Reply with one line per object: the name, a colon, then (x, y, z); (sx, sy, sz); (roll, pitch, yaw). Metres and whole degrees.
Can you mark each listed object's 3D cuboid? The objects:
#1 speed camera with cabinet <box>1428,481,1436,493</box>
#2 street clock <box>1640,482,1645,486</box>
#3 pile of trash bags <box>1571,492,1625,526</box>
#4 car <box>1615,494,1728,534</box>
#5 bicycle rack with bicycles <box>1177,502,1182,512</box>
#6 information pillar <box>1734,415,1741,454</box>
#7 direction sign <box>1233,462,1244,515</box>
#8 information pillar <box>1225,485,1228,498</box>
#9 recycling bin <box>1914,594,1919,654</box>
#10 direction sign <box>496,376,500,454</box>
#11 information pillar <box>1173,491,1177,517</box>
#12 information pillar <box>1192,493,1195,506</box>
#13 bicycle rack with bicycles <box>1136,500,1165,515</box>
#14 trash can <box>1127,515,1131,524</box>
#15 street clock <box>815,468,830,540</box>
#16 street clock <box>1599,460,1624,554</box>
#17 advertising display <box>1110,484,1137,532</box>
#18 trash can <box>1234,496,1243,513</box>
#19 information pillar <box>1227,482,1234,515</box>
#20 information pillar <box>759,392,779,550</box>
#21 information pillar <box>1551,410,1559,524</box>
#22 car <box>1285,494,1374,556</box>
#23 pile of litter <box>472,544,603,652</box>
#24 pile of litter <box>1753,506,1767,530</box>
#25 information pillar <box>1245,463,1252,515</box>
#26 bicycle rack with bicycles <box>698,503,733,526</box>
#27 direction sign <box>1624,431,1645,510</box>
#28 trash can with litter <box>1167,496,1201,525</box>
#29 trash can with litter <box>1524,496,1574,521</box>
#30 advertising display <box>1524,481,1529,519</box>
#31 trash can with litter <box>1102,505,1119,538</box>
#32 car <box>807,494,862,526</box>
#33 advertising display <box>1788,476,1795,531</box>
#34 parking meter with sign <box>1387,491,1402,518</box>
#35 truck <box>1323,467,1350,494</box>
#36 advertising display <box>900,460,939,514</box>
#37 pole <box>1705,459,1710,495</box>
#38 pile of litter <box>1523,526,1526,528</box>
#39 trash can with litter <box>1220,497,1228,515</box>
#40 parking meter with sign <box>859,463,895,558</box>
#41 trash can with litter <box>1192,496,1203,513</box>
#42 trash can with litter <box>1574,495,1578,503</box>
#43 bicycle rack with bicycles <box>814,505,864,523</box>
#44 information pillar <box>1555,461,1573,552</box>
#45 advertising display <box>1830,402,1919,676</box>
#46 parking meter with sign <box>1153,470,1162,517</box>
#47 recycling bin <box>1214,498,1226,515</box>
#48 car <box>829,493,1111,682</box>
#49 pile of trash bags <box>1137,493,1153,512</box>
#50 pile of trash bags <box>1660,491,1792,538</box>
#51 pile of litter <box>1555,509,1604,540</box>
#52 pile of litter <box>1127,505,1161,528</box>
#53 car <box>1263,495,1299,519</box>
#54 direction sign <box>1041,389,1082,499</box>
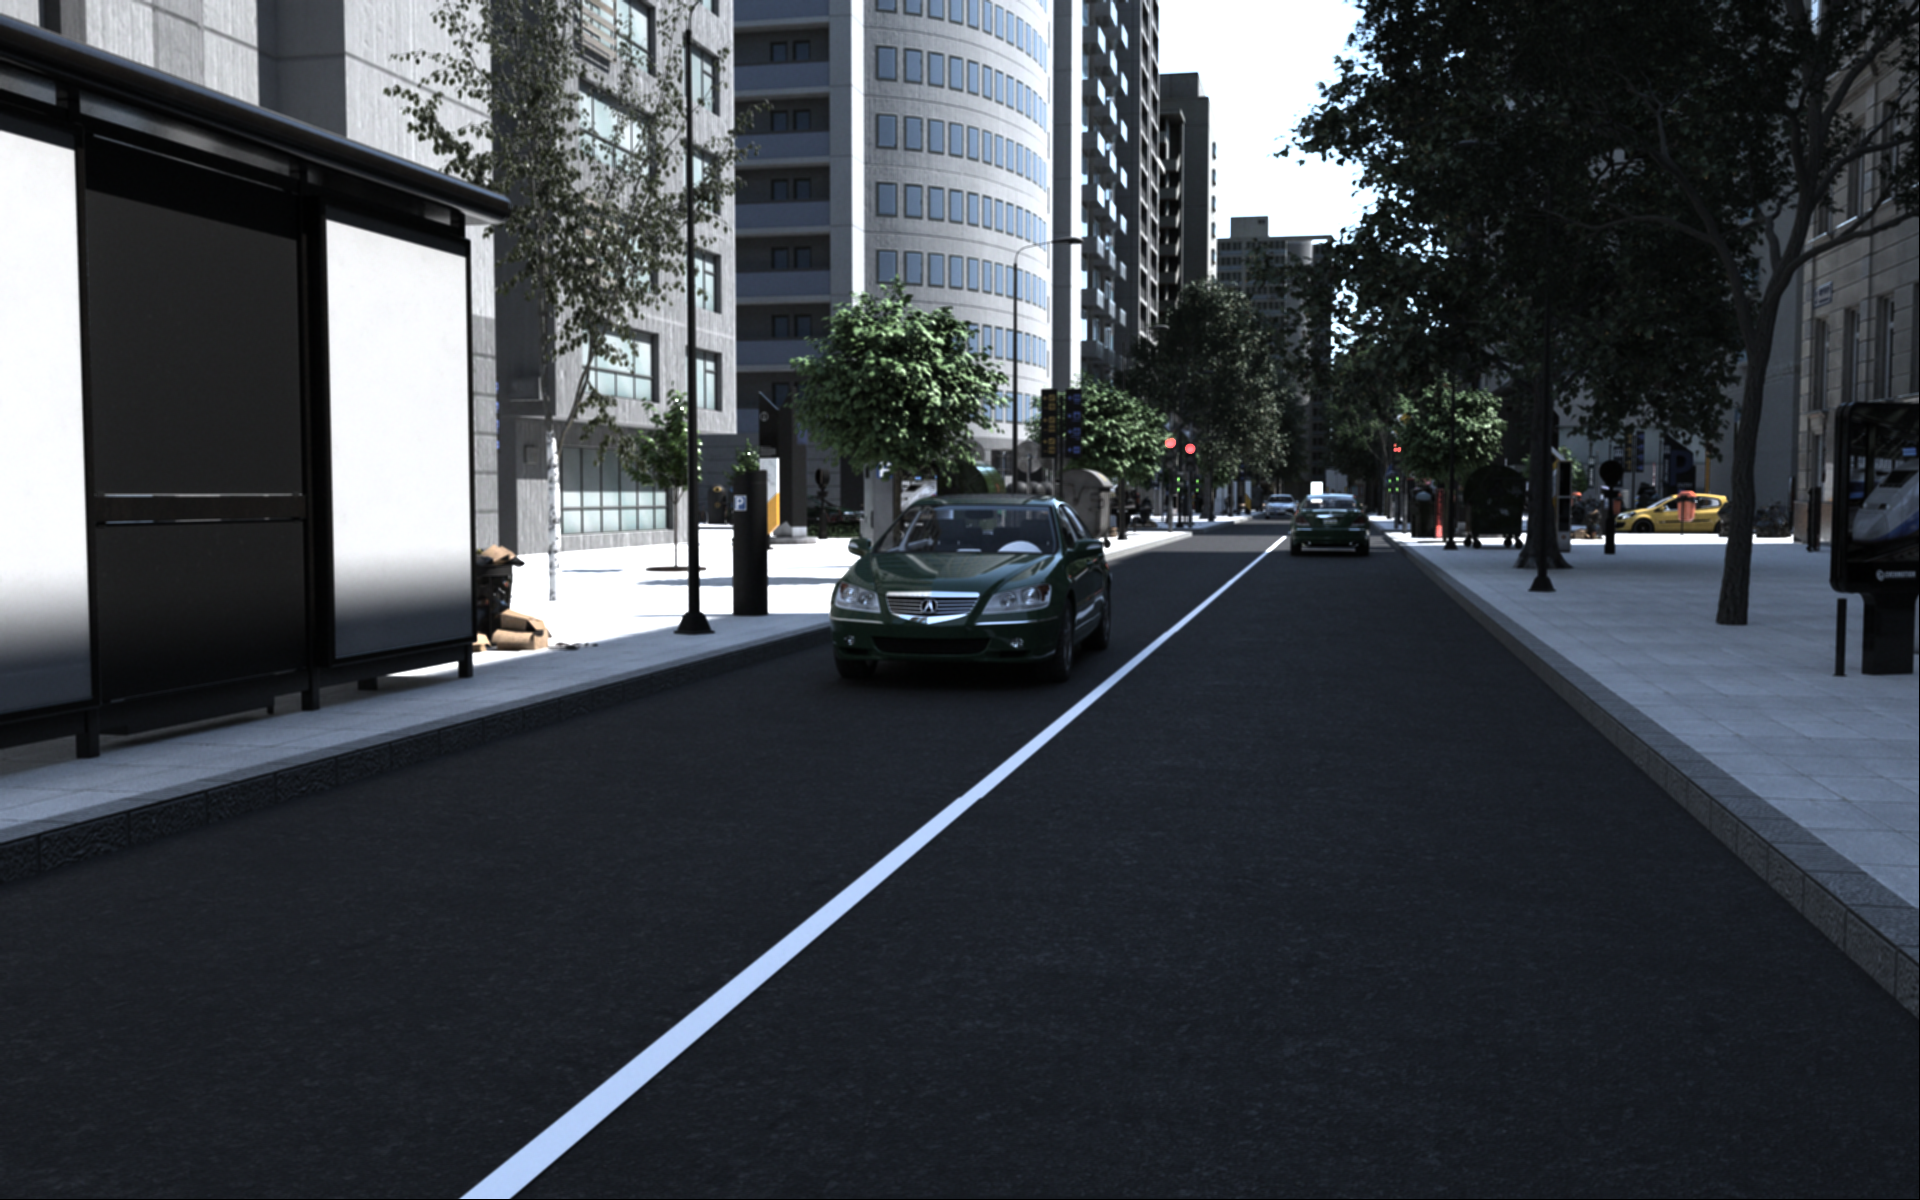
speed camera with cabinet: (20.296, -4.905, 74.526); (0.660, 3.252, 2.038); (0, 4, 5)
street clock: (41.763, -6.202, 105.978); (0.358, 2.002, 0.471); (0, 4, 7)
pile of trash bags: (25.985, -3.691, 70.101); (1.912, 1.369, 3.447); (0, 4, -1)
car: (24.198, -2.951, 58.471); (3.980, 1.641, 2.015); (1, 4, 13)
bicycle rack with bicycles: (15.765, -6.961, 127.191); (2.925, 0.926, 2.852); (-2, 4, -25)
information pillar: (21.130, -3.397, 46.901); (0.504, 3.616, 0.183); (-2, 4, -31)
direction sign: (16.838, -6.891, 104.668); (0.379, 3.537, 0.876); (-3, 4, -37)
information pillar: (17.012, -7.253, 109.940); (0.504, 3.616, 0.183); (3, 4, 38)
recycling bin: (7.943, -0.095, 14.112); (0.722, 1.027, 0.722); (-2, 4, -29)
direction sign: (-9.068, -2.510, 33.034); (0.379, 3.537, 0.876); (2, 4, 26)
information pillar: (12.157, -5.745, 98.416); (0.304, 2.012, 0.304); (-1, 4, -18)
information pillar: (17.284, -8.436, 129.290); (0.504, 3.616, 0.183); (1, 4, 14)
bicycle rack with bicycles: (10.431, -5.648, 105.721); (2.852, 0.926, 2.925); (-1, 4, -23)
trash can: (6.680, -3.614, 70.737); (0.748, 1.137, 0.748); (0, 3, 0)
street clock: (-3.877, -2.713, 48.921); (0.358, 2.002, 0.471); (-2, 4, -32)
street clock: (13.923, -1.987, 37.054); (0.471, 2.002, 0.358); (2, 4, 30)
advertising display: (5.410, -3.220, 57.859); (0.974, 1.923, 0.123); (0, 4, -1)
trash can: (18.892, -6.507, 118.039); (0.748, 1.137, 0.748); (0, 3, 0)
information pillar: (16.549, -6.204, 105.925); (0.304, 2.012, 0.304); (2, 4, 24)
information pillar: (-4.393, -2.961, 39.763); (0.504, 3.616, 0.183); (2, 4, 24)
information pillar: (14.684, -3.169, 43.160); (0.504, 3.616, 0.183); (-2, 4, -26)
car: (8.915, -1.835, 41.804); (2.131, 1.459, 4.920); (1, 4, 11)
pile of litter: (-3.926, -0.027, 14.400); (1.719, 0.858, 1.176); (1, 4, 10)
pile of litter: (30.515, -3.132, 65.174); (1.176, 0.858, 1.719); (1, 4, 13)
information pillar: (17.851, -7.087, 107.231); (0.504, 3.616, 0.183); (-3, 5, -41)
bicycle rack with bicycles: (-9.926, -3.521, 70.947); (2.852, 0.926, 2.925); (0, 4, 2)
direction sign: (24.183, -4.293, 62.188); (0.876, 3.537, 0.379); (-1, 4, -21)
trash can with litter: (9.185, -3.730, 72.046); (1.678, 1.210, 2.233); (1, 4, 18)
trash can with litter: (27.393, -4.303, 81.408); (1.678, 1.210, 2.233); (-1, 4, -8)
advertising display: (28.971, -5.032, 87.489); (0.974, 1.923, 0.123); (-1, 4, -13)
trash can with litter: (4.227, -2.427, 51.068); (0.624, 1.170, 1.055); (2, 4, 32)
car: (-5.661, -3.362, 64.757); (4.222, 1.686, 2.009); (1, 4, 11)
advertising display: (29.341, -3.419, 61.115); (0.123, 1.923, 0.974); (1, 4, 21)
parking meter with sign: (23.733, -5.941, 93.397); (1.738, 3.016, 0.543); (-3, 5, -41)
truck: (40.268, -12.010, 185.284); (2.839, 4.237, 11.283); (1, 4, 12)
advertising display: (-0.882, -1.675, 32.600); (0.974, 1.923, 0.123); (-1, 4, -12)
pole: (29.273, -4.526, 67.849); (0.158, 3.312, 0.155); (0, 3, 0)
pile of litter: (22.296, -3.187, 66.078); (1.719, 0.858, 1.176); (2, 4, 30)
trash can with litter: (16.586, -5.897, 107.806); (0.624, 1.170, 1.055); (-2, 4, -26)
parking meter with sign: (-1.382, -2.083, 30.312); (0.543, 3.016, 1.738); (-1, 4, -19)
trash can with litter: (16.098, -6.396, 115.961); (1.055, 1.170, 0.624); (-3, 4, -38)
trash can with litter: (32.420, -4.931, 91.682); (1.678, 1.210, 2.233); (1, 4, 22)
bicycle rack with bicycles: (-3.170, -2.789, 58.982); (2.925, 0.926, 2.852); (3, 5, 43)
information pillar: (13.317, -2.062, 38.206); (0.304, 2.012, 0.304); (1, 4, 13)
advertising display: (6.617, -0.433, 12.299); (0.974, 1.923, 0.123); (-1, 4, -18)
parking meter with sign: (11.356, -6.310, 99.423); (0.543, 3.016, 1.738); (1, 4, 10)
recycling bin: (16.422, -5.909, 109.164); (0.722, 1.027, 0.722); (-2, 4, -28)
car: (0.226, -0.187, 14.853); (2.131, 1.459, 4.920); (1, 4, 11)
pile of trash bags: (12.528, -6.853, 121.803); (1.912, 1.369, 3.447); (0, 4, 1)
pile of trash bags: (23.200, -2.586, 52.040); (1.912, 1.369, 3.447); (-3, 5, -43)
pile of litter: (17.765, -2.160, 49.286); (1.176, 0.858, 1.719); (2, 4, 32)
pile of litter: (6.964, -3.152, 65.500); (1.719, 0.858, 1.176); (3, 4, 38)
car: (18.445, -5.357, 99.592); (2.014, 1.417, 4.499); (1, 4, 10)
direction sign: (2.184, -2.775, 37.365); (0.876, 3.537, 0.379); (1, 4, 10)
